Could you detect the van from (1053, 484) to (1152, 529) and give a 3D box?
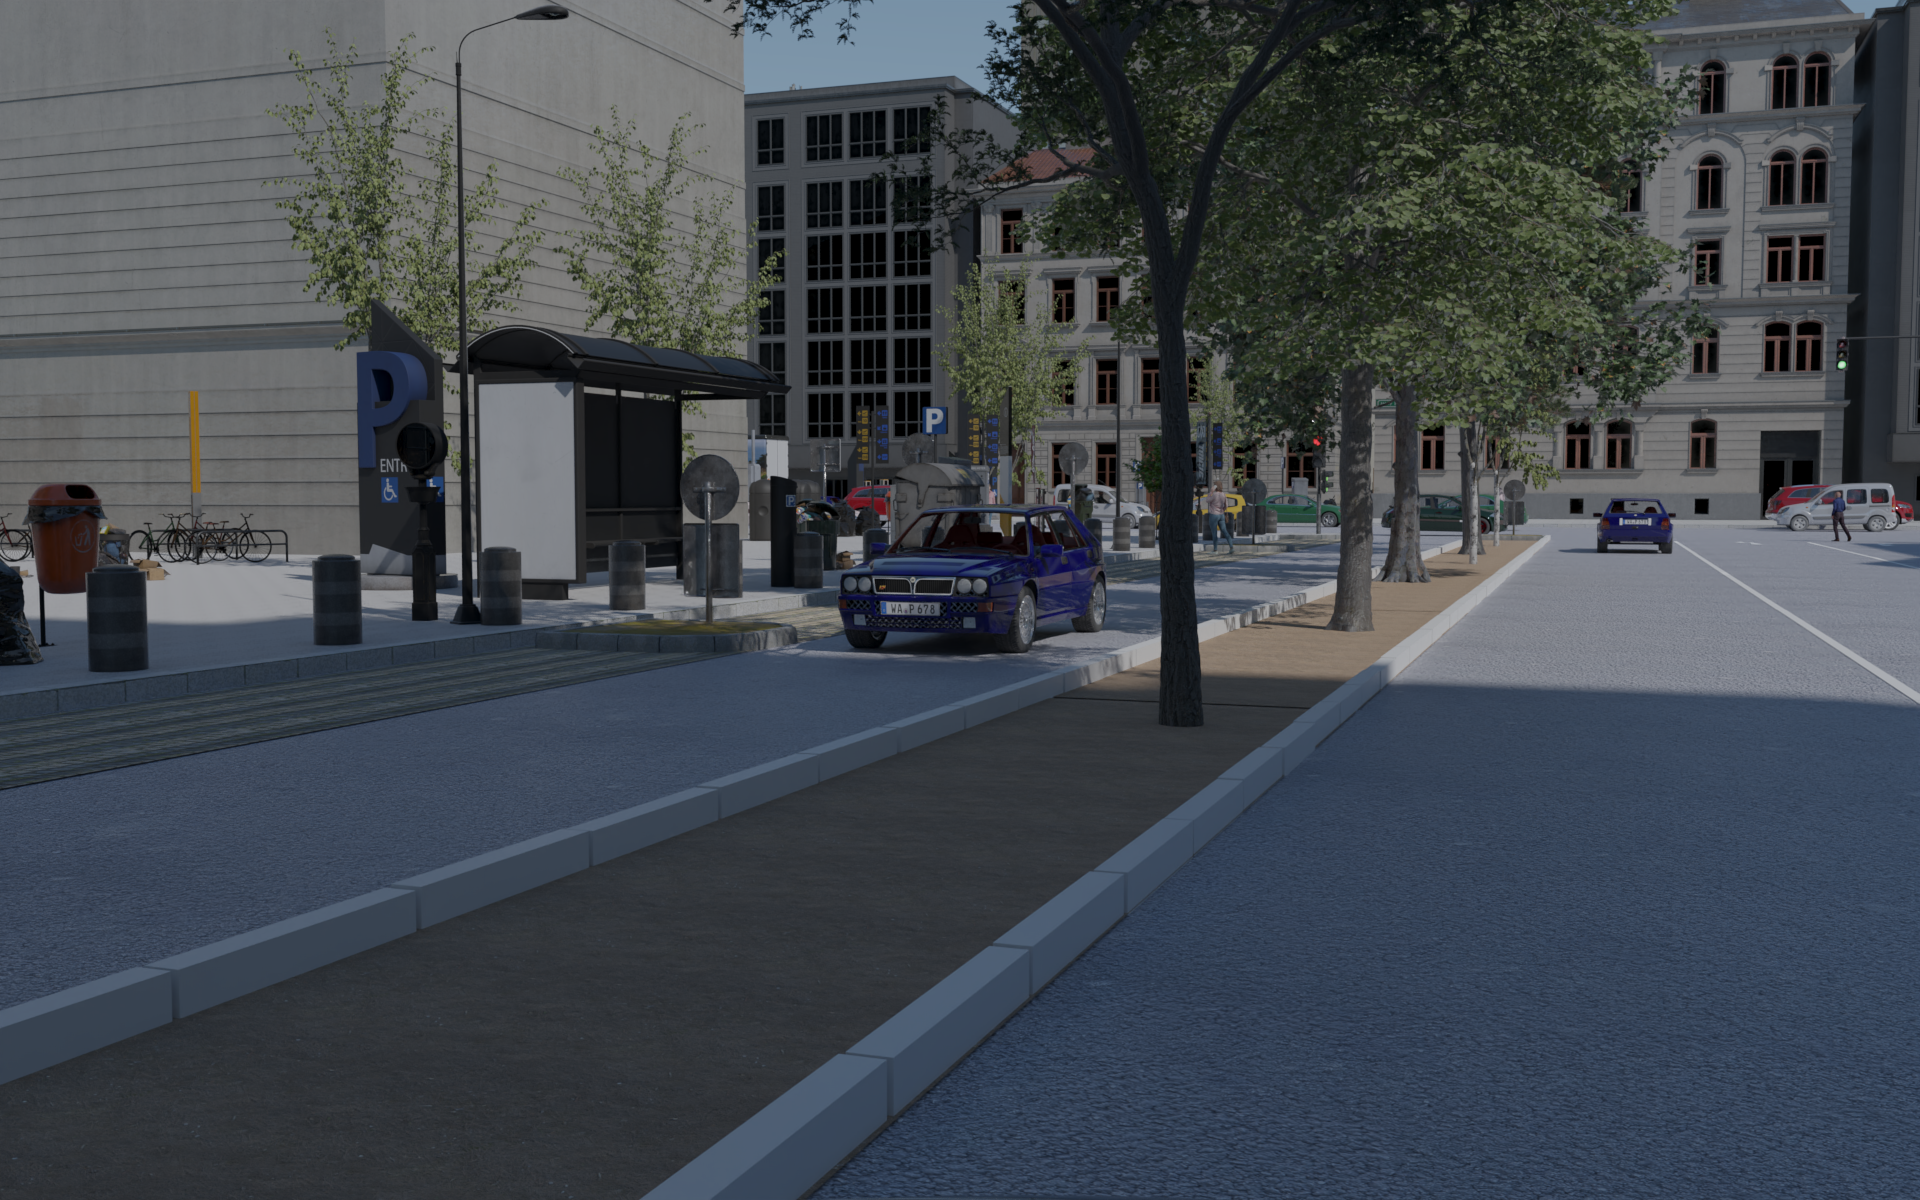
[{"bbox_3d":[5.906,-3.964,71.827,4.112,2.044,2.013,1,4,20],"label":"van"}]

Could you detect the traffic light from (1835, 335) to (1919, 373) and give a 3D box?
[{"bbox_3d":[27.566,-4.576,49.479,4.771,5.953,1.251,1,4,20],"label":"traffic light"}]

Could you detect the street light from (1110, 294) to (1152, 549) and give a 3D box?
[{"bbox_3d":[4.181,-4.126,39.994,1.470,5.913,1.316,1,4,20],"label":"street light"}]

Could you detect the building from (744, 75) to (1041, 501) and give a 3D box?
[{"bbox_3d":[-8.506,-19.182,107.141,24.014,27.812,14.314,1,4,20],"label":"building"}]

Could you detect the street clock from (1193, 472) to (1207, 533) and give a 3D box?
[{"bbox_3d":[7.807,-3.178,56.524,0.471,2.002,0.358,-2,4,-23],"label":"street clock"}]

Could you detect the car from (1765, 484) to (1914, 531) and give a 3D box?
[{"bbox_3d":[35.164,-3.708,69.305,5.304,1.827,2.281,1,4,19],"label":"car"}]

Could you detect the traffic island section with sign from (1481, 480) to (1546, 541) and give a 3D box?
[{"bbox_3d":[17.184,-2.795,53.832,2.006,1.907,1.989,1,4,20],"label":"traffic island section with sign"}]

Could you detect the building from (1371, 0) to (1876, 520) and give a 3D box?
[{"bbox_3d":[34.173,-18.634,92.050,23.554,28.519,14.401,1,4,20],"label":"building"}]

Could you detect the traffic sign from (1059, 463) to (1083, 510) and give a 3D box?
[{"bbox_3d":[3.059,-2.887,47.311,0.768,2.556,0.104,1,4,23],"label":"traffic sign"}]

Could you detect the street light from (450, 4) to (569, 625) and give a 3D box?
[{"bbox_3d":[-4.368,-2.706,16.785,1.470,5.913,1.316,1,4,20],"label":"street light"}]

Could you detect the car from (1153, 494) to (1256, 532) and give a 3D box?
[{"bbox_3d":[8.616,-3.083,60.634,3.980,1.641,2.015,1,4,22],"label":"car"}]

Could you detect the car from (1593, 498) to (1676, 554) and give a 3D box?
[{"bbox_3d":[16.755,-1.863,43.040,1.945,1.354,3.894,1,4,20],"label":"car"}]

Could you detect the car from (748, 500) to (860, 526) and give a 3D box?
[{"bbox_3d":[-5.803,-3.255,65.576,4.827,1.381,2.083,1,4,21],"label":"car"}]

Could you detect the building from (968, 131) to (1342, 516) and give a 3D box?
[{"bbox_3d":[12.124,-16.015,97.996,21.152,22.565,11.583,1,4,20],"label":"building"}]

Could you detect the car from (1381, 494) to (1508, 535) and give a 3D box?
[{"bbox_3d":[16.626,-3.039,59.469,4.222,1.686,2.009,1,4,19],"label":"car"}]

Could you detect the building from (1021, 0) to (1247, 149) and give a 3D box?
[{"bbox_3d":[22.455,-35.074,162.694,28.713,52.752,27.495,1,4,20],"label":"building"}]

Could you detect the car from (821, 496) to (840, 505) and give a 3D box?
[{"bbox_3d":[-6.888,-3.974,77.556,3.894,1.354,1.945,1,4,18],"label":"car"}]

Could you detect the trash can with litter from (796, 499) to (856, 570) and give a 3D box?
[{"bbox_3d":[-2.237,-1.098,29.347,0.624,1.170,1.055,2,4,27],"label":"trash can with litter"}]

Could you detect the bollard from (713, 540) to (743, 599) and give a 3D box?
[{"bbox_3d":[-2.889,-0.411,21.433,0.404,0.777,0.398,0,3,0],"label":"bollard"}]

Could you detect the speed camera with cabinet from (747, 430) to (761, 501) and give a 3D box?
[{"bbox_3d":[-6.330,-3.659,54.155,0.660,3.252,2.038,1,4,19],"label":"speed camera with cabinet"}]

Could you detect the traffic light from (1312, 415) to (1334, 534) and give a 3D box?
[{"bbox_3d":[11.535,-4.074,55.530,0.839,4.253,0.868,1,4,20],"label":"traffic light"}]

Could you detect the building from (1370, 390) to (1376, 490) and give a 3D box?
[{"bbox_3d":[60.524,-25.311,258.870,28.899,21.520,27.650,1,4,20],"label":"building"}]

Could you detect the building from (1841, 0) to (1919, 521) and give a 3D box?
[{"bbox_3d":[56.165,-17.705,82.986,24.014,27.812,14.314,1,4,20],"label":"building"}]

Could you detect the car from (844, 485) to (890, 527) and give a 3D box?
[{"bbox_3d":[-2.436,-3.974,73.650,5.304,1.827,2.281,1,4,20],"label":"car"}]

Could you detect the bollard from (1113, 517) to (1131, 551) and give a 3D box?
[{"bbox_3d":[3.640,-1.487,39.022,0.404,0.777,0.398,0,3,0],"label":"bollard"}]

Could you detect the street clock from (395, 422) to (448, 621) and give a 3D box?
[{"bbox_3d":[-5.429,-0.792,17.518,0.471,2.002,0.358,1,4,15],"label":"street clock"}]

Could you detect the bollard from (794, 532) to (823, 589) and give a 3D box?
[{"bbox_3d":[-2.068,-0.546,23.637,0.404,0.777,0.398,0,3,0],"label":"bollard"}]

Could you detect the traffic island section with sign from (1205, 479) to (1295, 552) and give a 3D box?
[{"bbox_3d":[7.341,-2.131,43.477,1.989,1.847,2.006,1,4,20],"label":"traffic island section with sign"}]

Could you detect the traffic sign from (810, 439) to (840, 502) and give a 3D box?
[{"bbox_3d":[-2.507,-1.836,32.142,0.606,2.300,0.079,1,4,20],"label":"traffic sign"}]

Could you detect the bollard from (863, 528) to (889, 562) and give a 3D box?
[{"bbox_3d":[-1.253,-0.680,25.837,0.404,0.777,0.398,0,3,0],"label":"bollard"}]

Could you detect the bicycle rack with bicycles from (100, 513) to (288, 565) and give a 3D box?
[{"bbox_3d":[-14.121,-1.164,32.421,2.852,0.926,2.925,3,4,39],"label":"bicycle rack with bicycles"}]

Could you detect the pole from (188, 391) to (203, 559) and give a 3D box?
[{"bbox_3d":[-15.186,-2.480,34.396,0.158,3.312,0.155,0,3,0],"label":"pole"}]

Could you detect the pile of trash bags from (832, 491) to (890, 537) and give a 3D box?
[{"bbox_3d":[-3.085,-2.656,53.183,3.447,1.369,1.912,-3,5,-44],"label":"pile of trash bags"}]

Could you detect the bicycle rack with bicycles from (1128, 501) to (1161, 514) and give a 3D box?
[{"bbox_3d":[9.367,-4.608,88.720,2.852,0.926,2.925,0,4,2],"label":"bicycle rack with bicycles"}]

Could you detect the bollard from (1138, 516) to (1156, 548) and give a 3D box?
[{"bbox_3d":[4.451,-1.621,41.218,0.404,0.777,0.398,0,3,0],"label":"bollard"}]

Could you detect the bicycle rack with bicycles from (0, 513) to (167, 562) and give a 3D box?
[{"bbox_3d":[-17.588,-1.232,33.531,2.925,0.926,2.852,0,4,5],"label":"bicycle rack with bicycles"}]

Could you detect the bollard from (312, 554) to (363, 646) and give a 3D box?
[{"bbox_3d":[-5.331,-0.007,14.828,0.404,0.777,0.398,0,3,0],"label":"bollard"}]

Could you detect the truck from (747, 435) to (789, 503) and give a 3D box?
[{"bbox_3d":[-13.944,-5.862,84.762,11.283,4.237,2.839,1,4,21],"label":"truck"}]

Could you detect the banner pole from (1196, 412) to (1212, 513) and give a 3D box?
[{"bbox_3d":[7.466,-3.846,52.897,0.401,3.779,0.863,-2,4,-31],"label":"banner pole"}]

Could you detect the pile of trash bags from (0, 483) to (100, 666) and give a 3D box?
[{"bbox_3d":[-7.859,-0.207,13.142,1.912,1.369,3.447,1,4,15],"label":"pile of trash bags"}]

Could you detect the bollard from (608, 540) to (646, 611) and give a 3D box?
[{"bbox_3d":[-3.697,-0.276,19.236,0.404,0.777,0.398,0,3,0],"label":"bollard"}]

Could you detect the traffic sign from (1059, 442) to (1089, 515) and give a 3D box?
[{"bbox_3d":[2.775,-2.595,42.527,0.768,2.556,0.104,1,4,21],"label":"traffic sign"}]

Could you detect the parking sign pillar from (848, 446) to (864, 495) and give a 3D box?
[{"bbox_3d":[-5.741,-6.523,95.120,1.447,3.967,1.447,-2,4,-26],"label":"parking sign pillar"}]

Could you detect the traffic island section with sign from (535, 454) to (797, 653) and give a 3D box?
[{"bbox_3d":[-2.652,-0.483,16.520,1.989,1.847,2.006,1,4,20],"label":"traffic island section with sign"}]

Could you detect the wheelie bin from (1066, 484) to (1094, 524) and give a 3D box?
[{"bbox_3d":[3.847,-2.872,54.857,0.693,1.594,0.980,3,5,44],"label":"wheelie bin"}]

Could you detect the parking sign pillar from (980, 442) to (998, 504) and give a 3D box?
[{"bbox_3d":[1.263,-5.989,86.385,1.447,3.967,1.447,3,5,44],"label":"parking sign pillar"}]

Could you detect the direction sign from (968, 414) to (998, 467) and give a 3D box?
[{"bbox_3d":[0.656,-3.503,49.278,0.876,3.537,0.379,0,4,-7],"label":"direction sign"}]

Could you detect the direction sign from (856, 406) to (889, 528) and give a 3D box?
[{"bbox_3d":[-2.243,-3.211,44.494,0.876,3.537,0.379,1,4,17],"label":"direction sign"}]

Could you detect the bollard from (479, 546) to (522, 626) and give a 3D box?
[{"bbox_3d":[-4.516,-0.142,17.032,0.404,0.777,0.398,0,3,0],"label":"bollard"}]

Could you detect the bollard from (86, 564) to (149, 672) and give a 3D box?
[{"bbox_3d":[-6.144,0.128,12.631,0.404,0.777,0.398,0,3,0],"label":"bollard"}]

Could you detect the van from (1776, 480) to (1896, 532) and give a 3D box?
[{"bbox_3d":[33.540,-3.630,66.366,4.112,2.044,2.013,1,4,21],"label":"van"}]

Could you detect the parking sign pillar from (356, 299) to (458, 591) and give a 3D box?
[{"bbox_3d":[-7.621,-2.148,23.597,1.447,3.967,1.447,2,4,33],"label":"parking sign pillar"}]

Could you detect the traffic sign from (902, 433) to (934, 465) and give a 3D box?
[{"bbox_3d":[-0.874,-2.203,36.125,0.768,2.556,0.104,1,4,21],"label":"traffic sign"}]

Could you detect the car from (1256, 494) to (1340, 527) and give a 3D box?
[{"bbox_3d":[14.796,-3.908,75.690,4.920,1.459,2.131,1,4,20],"label":"car"}]

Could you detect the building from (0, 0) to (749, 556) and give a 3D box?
[{"bbox_3d":[-29.008,-16.711,49.644,44.131,29.872,17.030,1,4,20],"label":"building"}]

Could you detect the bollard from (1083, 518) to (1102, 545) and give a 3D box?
[{"bbox_3d":[2.824,-1.352,36.828,0.404,0.777,0.398,0,3,0],"label":"bollard"}]

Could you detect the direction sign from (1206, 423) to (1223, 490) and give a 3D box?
[{"bbox_3d":[7.981,-3.869,55.263,0.876,3.537,0.379,3,5,40],"label":"direction sign"}]

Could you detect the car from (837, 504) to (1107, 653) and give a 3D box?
[{"bbox_3d":[0.214,-0.270,17.003,1.945,1.354,3.894,1,4,20],"label":"car"}]

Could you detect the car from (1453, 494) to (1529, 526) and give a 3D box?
[{"bbox_3d":[19.895,-3.465,68.453,4.920,1.459,2.131,1,4,19],"label":"car"}]

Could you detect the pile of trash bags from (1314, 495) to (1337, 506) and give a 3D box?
[{"bbox_3d":[22.865,-6.235,111.698,1.912,1.369,3.447,-3,5,-42],"label":"pile of trash bags"}]
